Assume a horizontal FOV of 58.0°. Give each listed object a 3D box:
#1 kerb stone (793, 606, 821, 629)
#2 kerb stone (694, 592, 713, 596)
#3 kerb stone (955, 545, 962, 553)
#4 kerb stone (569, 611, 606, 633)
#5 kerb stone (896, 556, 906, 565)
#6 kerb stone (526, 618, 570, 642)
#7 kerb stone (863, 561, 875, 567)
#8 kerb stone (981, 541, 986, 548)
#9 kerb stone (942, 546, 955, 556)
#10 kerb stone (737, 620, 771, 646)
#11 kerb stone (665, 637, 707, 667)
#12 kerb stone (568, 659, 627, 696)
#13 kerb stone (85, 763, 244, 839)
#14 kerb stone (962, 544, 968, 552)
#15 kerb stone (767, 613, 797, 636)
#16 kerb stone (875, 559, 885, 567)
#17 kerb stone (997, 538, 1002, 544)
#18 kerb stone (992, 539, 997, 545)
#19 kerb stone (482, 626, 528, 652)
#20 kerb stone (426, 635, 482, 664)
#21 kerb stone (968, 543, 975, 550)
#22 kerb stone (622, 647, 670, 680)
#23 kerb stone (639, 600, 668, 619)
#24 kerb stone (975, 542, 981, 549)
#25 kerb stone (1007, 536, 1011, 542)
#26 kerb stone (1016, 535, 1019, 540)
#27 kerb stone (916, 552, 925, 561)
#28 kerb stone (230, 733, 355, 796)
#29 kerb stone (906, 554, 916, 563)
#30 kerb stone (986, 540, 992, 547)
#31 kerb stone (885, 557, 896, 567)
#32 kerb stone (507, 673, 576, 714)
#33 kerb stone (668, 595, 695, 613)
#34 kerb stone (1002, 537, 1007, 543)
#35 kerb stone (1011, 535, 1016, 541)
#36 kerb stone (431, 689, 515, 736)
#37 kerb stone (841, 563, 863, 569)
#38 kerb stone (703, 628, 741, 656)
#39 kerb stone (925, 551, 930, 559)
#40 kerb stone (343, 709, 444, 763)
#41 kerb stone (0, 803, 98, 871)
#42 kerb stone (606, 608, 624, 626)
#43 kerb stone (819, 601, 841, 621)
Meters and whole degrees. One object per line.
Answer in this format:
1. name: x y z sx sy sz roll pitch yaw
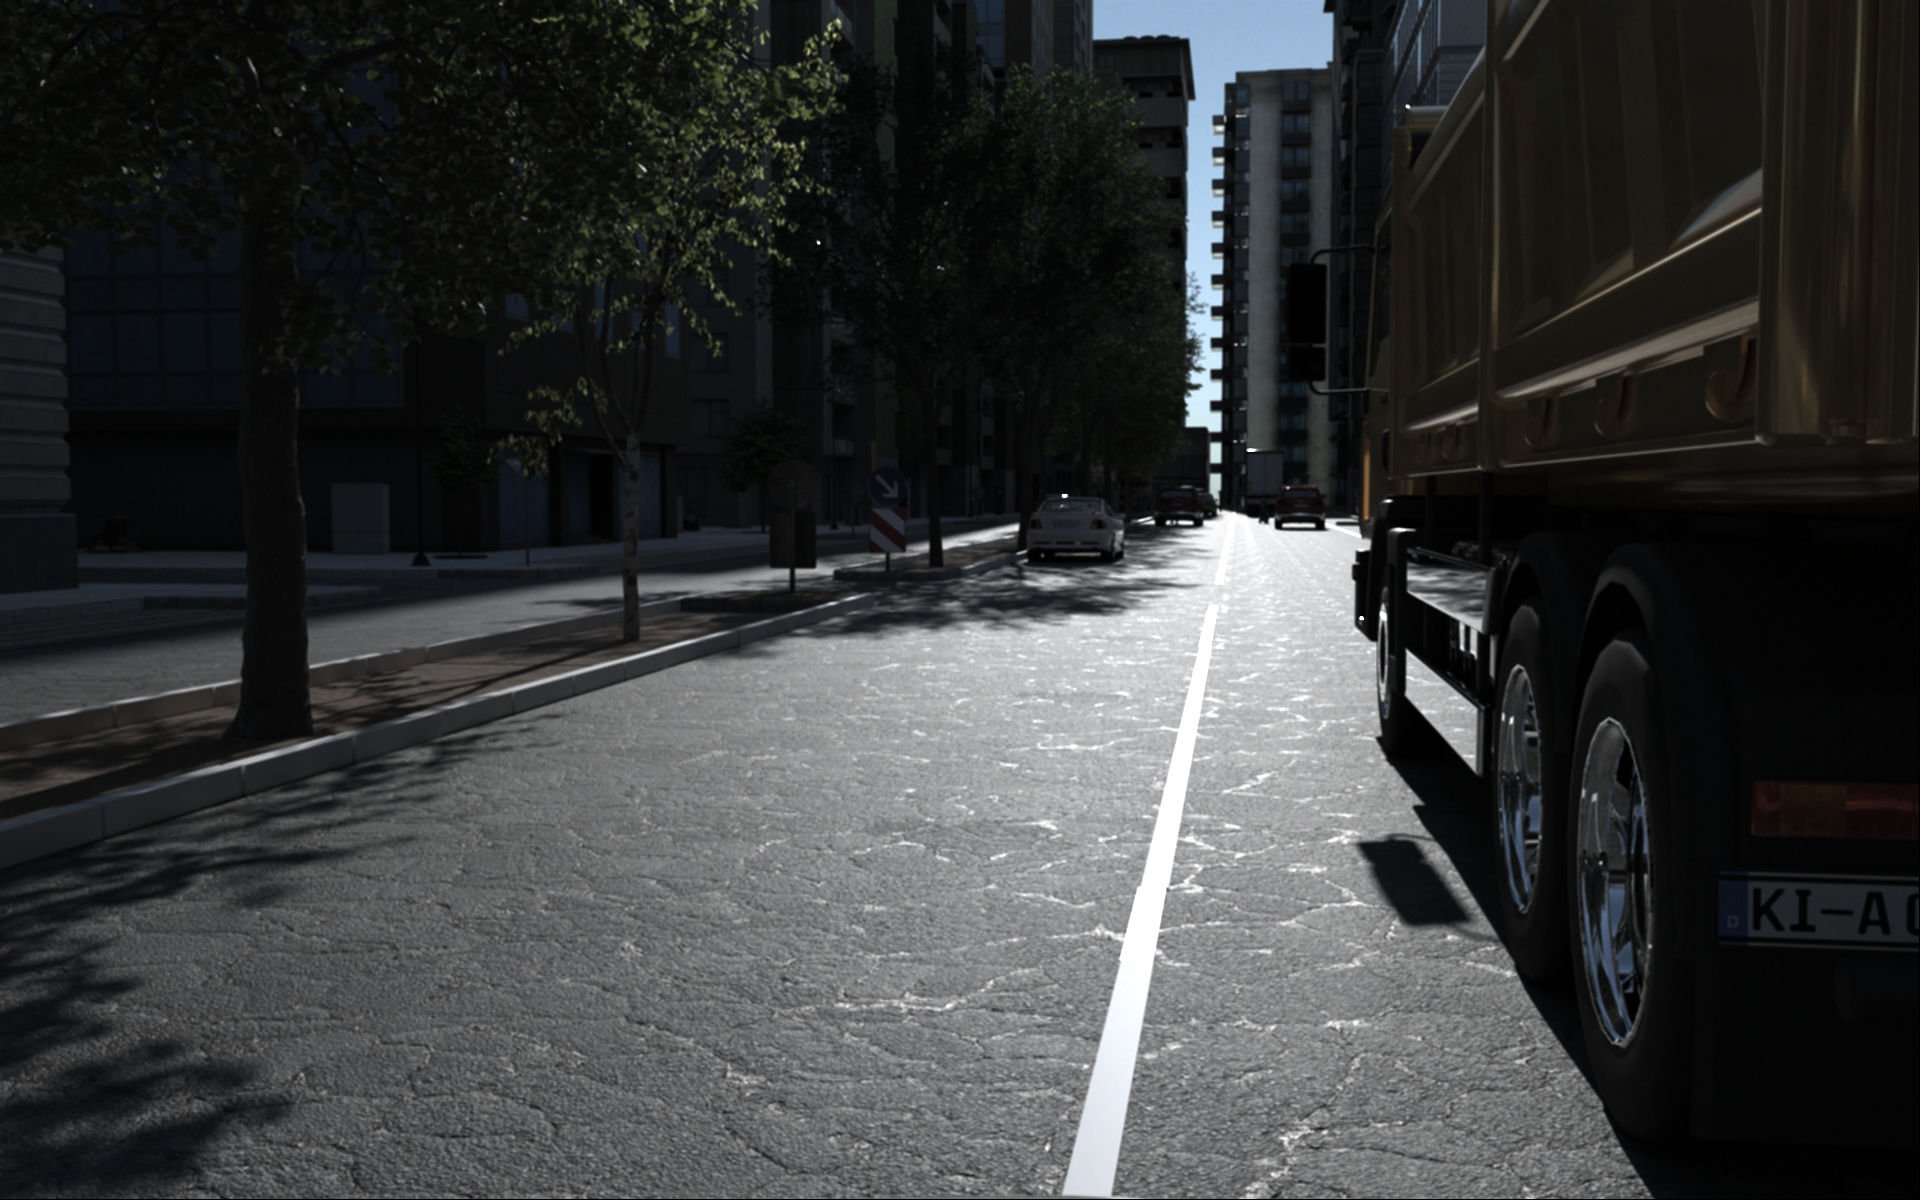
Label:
1. kerb stone: -1.725 0.204 18.865 0.120 0.150 1.000 1 4 9
2. kerb stone: -3.322 0.000 22.192 0.120 0.150 1.000 1 4 9
3. kerb stone: -0.146 -1.207 41.936 0.120 0.150 1.000 1 4 9
4. kerb stone: -3.979 0.248 18.143 0.120 0.150 1.000 1 4 9
5. kerb stone: -1.283 -0.774 34.858 0.120 0.150 1.000 1 4 9
6. kerb stone: -4.137 0.310 17.133 0.120 0.150 1.000 1 4 9
7. kerb stone: -1.775 -0.589 31.819 0.120 0.150 1.000 1 4 9
8. kerb stone: 0.504 -1.455 45.976 0.120 0.150 1.000 1 4 9
9. kerb stone: -0.312 -1.145 40.927 0.120 0.150 1.000 1 4 9
10. kerb stone: -2.052 0.328 16.826 0.120 0.150 1.000 1 4 9
11. kerb stone: -2.389 0.453 14.794 0.120 0.150 1.000 1 4 9
12. kerb stone: -2.708 0.577 12.768 0.120 0.150 1.000 1 4 9
13. kerb stone: -3.531 0.887 7.695 0.120 0.150 1.000 1 4 9
14. kerb stone: 0.011 -1.269 42.946 0.120 0.150 1.000 1 4 9
15. kerb stone: -1.891 0.267 17.839 0.120 0.150 1.000 1 4 9
16. kerb stone: -1.621 -0.649 32.830 0.120 0.150 1.000 1 4 9
17. kerb stone: 0.985 -1.636 49.006 0.120 0.150 1.000 1 4 9
18. kerb stone: 0.827 -1.578 47.995 0.120 0.150 1.000 1 4 9
19. kerb stone: -4.300 0.380 16.114 0.120 0.150 1.000 1 4 9
20. kerb stone: -4.458 0.438 15.096 0.120 0.150 1.000 1 4 9
21. kerb stone: 0.182 -1.329 43.957 0.120 0.150 1.000 1 4 9
22. kerb stone: -2.545 0.517 13.777 0.120 0.150 1.000 1 4 9
23. kerb stone: -3.648 0.125 20.164 0.120 0.150 1.000 1 4 9
24. kerb stone: 0.338 -1.393 44.967 0.120 0.150 1.000 1 4 9
25. kerb stone: 1.310 -1.763 51.024 0.120 0.150 1.000 1 4 9
26. kerb stone: 1.635 -1.887 53.054 0.120 0.150 1.000 1 4 9
27. kerb stone: -0.956 -0.898 36.884 0.120 0.150 1.000 1 4 9
28. kerb stone: -3.361 0.826 8.703 0.120 0.150 1.000 1 4 9
29. kerb stone: -1.118 -0.836 35.871 0.120 0.150 1.000 1 4 9
30. kerb stone: 0.667 -1.513 46.986 0.120 0.150 1.000 1 4 9
31. kerb stone: -1.450 -0.713 33.849 0.120 0.150 1.000 1 4 9
32. kerb stone: -2.872 0.639 11.754 0.120 0.150 1.000 1 4 9
33. kerb stone: -3.481 0.065 21.179 0.120 0.150 1.000 1 4 9
34. kerb stone: 1.149 -1.698 50.015 0.120 0.150 1.000 1 4 9
35. kerb stone: 1.482 -1.824 52.032 0.120 0.150 1.000 1 4 9
36. kerb stone: -3.040 0.701 10.740 0.120 0.150 1.000 1 4 9
37. kerb stone: -1.937 -0.527 30.808 0.120 0.150 1.000 1 4 9
38. kerb stone: -2.226 0.393 15.814 0.120 0.150 1.000 1 4 9
39. kerb stone: -0.800 -0.960 37.894 0.120 0.150 1.000 1 4 9
40. kerb stone: -3.192 0.763 9.720 0.120 0.150 1.000 1 4 9
41. kerb stone: -3.689 0.949 6.686 0.120 0.150 1.000 1 4 9
42. kerb stone: -3.816 0.190 19.152 0.120 0.150 1.000 1 4 9
43. kerb stone: -1.563 0.141 19.882 0.120 0.150 1.000 1 4 9
